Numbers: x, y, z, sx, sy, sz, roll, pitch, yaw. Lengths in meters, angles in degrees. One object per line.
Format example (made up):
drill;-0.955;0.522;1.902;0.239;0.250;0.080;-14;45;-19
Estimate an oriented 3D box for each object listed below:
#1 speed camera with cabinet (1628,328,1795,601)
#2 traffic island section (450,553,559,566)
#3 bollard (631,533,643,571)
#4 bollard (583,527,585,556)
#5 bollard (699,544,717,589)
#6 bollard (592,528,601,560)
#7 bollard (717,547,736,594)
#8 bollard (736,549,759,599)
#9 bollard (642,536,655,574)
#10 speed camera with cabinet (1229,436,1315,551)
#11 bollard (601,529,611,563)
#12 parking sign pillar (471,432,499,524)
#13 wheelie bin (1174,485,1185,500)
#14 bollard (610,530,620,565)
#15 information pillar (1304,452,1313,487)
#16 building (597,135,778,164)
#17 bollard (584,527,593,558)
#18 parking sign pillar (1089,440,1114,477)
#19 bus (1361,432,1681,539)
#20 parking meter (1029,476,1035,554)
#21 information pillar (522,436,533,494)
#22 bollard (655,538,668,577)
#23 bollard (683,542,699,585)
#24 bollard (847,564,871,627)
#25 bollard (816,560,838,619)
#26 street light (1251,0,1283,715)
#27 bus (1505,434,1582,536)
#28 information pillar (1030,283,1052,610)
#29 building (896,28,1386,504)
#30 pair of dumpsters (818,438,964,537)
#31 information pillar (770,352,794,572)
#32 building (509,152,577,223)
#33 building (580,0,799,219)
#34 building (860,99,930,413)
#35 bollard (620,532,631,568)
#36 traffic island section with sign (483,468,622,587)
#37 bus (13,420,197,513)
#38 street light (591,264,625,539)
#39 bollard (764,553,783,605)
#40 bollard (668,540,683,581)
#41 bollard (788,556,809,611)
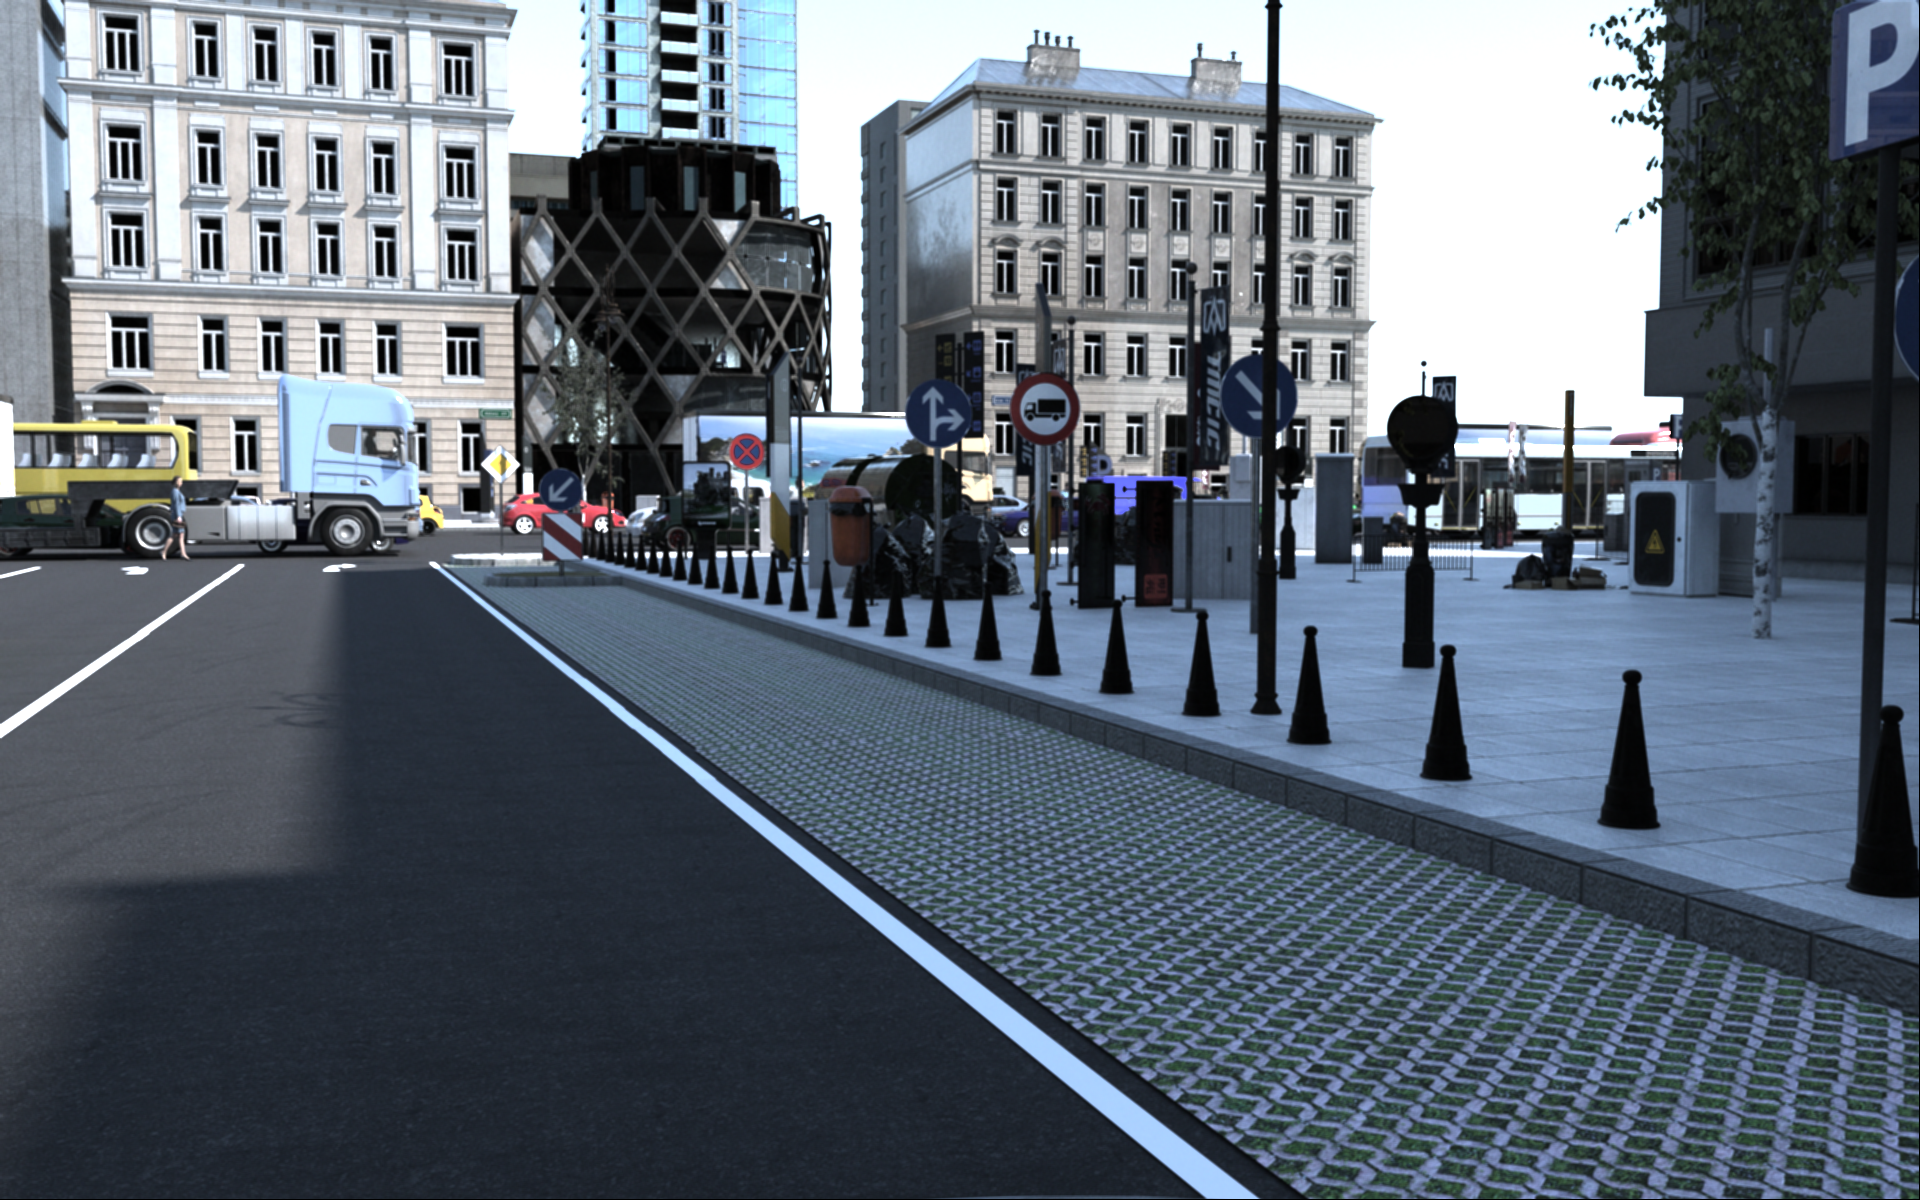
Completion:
speed camera with cabinet;9.216;-1.651;21.322;0.660;3.252;2.038;-2;4;-24
traffic island section;-9.412;-0.820;35.681;2.009;0.180;2.903;-1;4;-19
bollard;-5.363;-0.802;29.149;0.229;0.601;0.229;0;3;0
bollard;-7.752;-1.213;35.876;0.229;0.601;0.229;0;3;0
bollard;-3.371;-0.458;23.537;0.229;0.601;0.229;0;3;0
bollard;-6.959;-1.076;33.638;0.229;0.601;0.229;0;3;0
bollard;-2.975;-0.390;22.413;0.229;0.601;0.229;0;3;0
bollard;-2.577;-0.320;21.280;0.229;0.601;0.229;0;3;0
bollard;-4.963;-0.733;28.023;0.229;0.601;0.229;0;3;0
speed camera with cabinet;7.267;-2.784;39.857;2.038;3.252;0.660;2;4;25
bollard;-6.557;-1.007;32.505;0.229;0.601;0.229;0;3;0
parking sign pillar;-20.762;-5.356;76.037;1.447;3.967;1.447;0;4;-7
wheelie bin;4.721;-1.922;39.339;0.693;1.594;0.980;-1;4;-9
bollard;-6.160;-0.938;31.386;0.229;0.601;0.229;0;3;0
information pillar;19.378;-6.428;96.459;0.504;3.616;0.183;-1;4;-17
building;-23.352;-22.790;144.317;14.160;30.474;14.107;-1;4;-19
bollard;-7.358;-1.145;34.756;0.229;0.601;0.229;0;3;0
parking sign pillar;7.011;-5.967;86.028;1.447;3.967;1.447;-2;4;-34
bus;19.406;-3.744;56.077;13.247;3.499;2.948;-1;4;-20
parking meter;1.655;-1.916;37.041;0.255;1.863;0.399;2;4;28
information pillar;-17.419;-4.794;69.741;0.183;3.616;0.504;2;4;32
bollard;-4.565;-0.664;26.899;0.229;0.601;0.229;0;3;0
bollard;-3.769;-0.527;24.655;0.229;0.601;0.229;0;3;0
bollard;-0.980;-0.046;16.793;0.229;0.601;0.229;0;3;0
bollard;-1.377;-0.114;17.912;0.229;0.601;0.229;0;3;0
street light;1.793;-2.274;9.965;0.468;5.910;1.993;-1;4;-19
bus;23.086;-4.042;60.953;13.247;3.499;2.948;-1;4;-20
information pillar;0.913;-1.697;19.104;0.183;3.616;0.504;-1;4;-9
building;10.165;-18.506;99.832;25.104;27.353;12.463;-1;4;-19
pair of dumpsters;-1.309;-1.814;32.152;1.574;2.255;4.437;-1;4;-19
information pillar;-2.947;-2.267;28.423;0.183;3.616;0.504;2;4;27
building;-58.166;-38.306;250.001;21.600;48.544;21.300;-1;4;-19
building;-27.570;-52.138;165.126;22.319;86.520;31.000;-1;4;-19
building;-2.020;-30.640;184.563;14.086;41.232;14.154;-1;4;-19
bollard;-5.763;-0.870;30.267;0.229;0.601;0.229;0;3;0
traffic island section with sign;-6.515;-1.152;27.469;1.989;1.847;2.006;-1;4;-19
bus;-29.843;-3.722;52.406;12.252;3.916;2.896;-1;4;-18
street light;-7.089;-3.802;34.956;0.468;5.910;1.993;-1;4;-19
bollard;-2.169;-0.251;20.150;0.229;0.601;0.229;0;3;0
bollard;-4.168;-0.596;25.780;0.229;0.601;0.229;0;3;0
bollard;-1.773;-0.183;19.031;0.229;0.601;0.229;0;3;0
